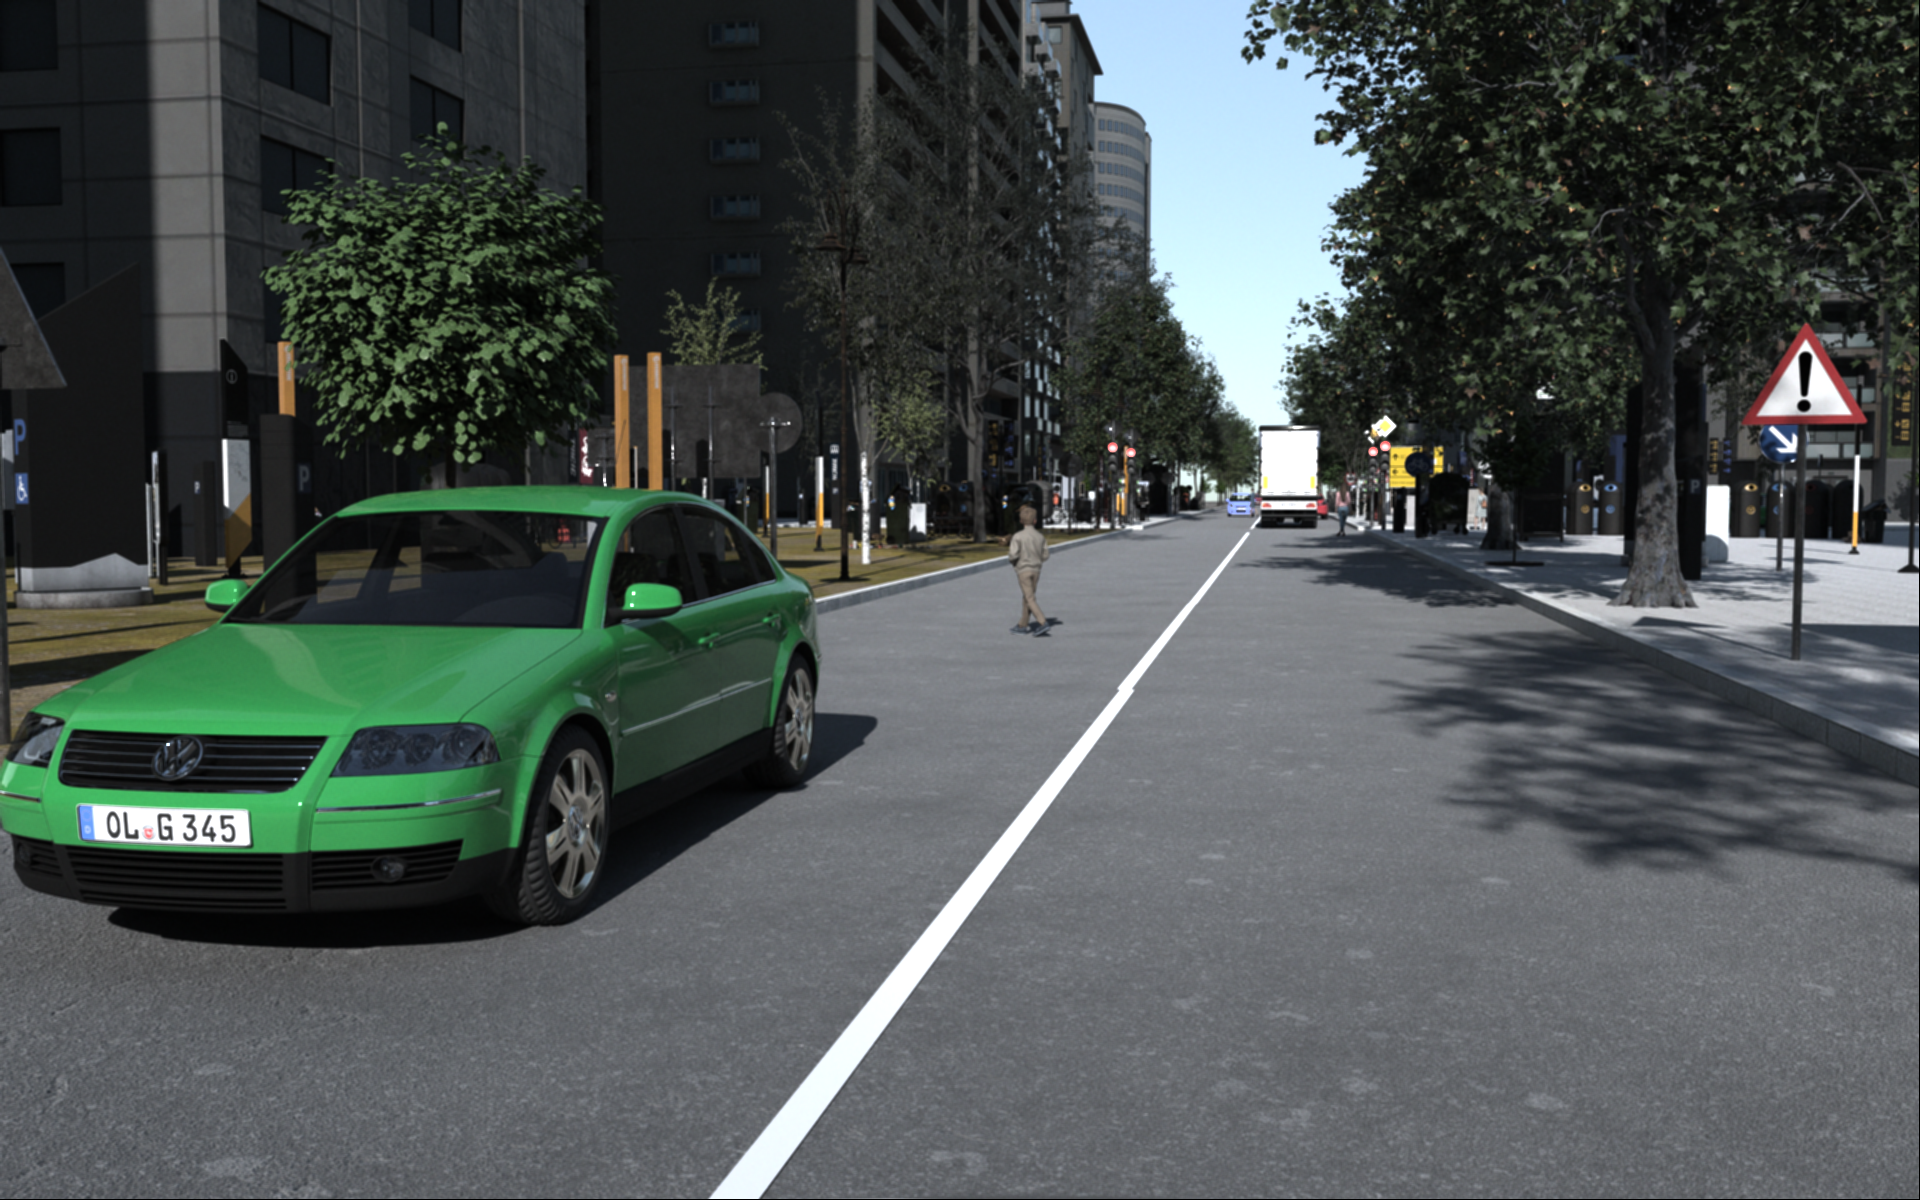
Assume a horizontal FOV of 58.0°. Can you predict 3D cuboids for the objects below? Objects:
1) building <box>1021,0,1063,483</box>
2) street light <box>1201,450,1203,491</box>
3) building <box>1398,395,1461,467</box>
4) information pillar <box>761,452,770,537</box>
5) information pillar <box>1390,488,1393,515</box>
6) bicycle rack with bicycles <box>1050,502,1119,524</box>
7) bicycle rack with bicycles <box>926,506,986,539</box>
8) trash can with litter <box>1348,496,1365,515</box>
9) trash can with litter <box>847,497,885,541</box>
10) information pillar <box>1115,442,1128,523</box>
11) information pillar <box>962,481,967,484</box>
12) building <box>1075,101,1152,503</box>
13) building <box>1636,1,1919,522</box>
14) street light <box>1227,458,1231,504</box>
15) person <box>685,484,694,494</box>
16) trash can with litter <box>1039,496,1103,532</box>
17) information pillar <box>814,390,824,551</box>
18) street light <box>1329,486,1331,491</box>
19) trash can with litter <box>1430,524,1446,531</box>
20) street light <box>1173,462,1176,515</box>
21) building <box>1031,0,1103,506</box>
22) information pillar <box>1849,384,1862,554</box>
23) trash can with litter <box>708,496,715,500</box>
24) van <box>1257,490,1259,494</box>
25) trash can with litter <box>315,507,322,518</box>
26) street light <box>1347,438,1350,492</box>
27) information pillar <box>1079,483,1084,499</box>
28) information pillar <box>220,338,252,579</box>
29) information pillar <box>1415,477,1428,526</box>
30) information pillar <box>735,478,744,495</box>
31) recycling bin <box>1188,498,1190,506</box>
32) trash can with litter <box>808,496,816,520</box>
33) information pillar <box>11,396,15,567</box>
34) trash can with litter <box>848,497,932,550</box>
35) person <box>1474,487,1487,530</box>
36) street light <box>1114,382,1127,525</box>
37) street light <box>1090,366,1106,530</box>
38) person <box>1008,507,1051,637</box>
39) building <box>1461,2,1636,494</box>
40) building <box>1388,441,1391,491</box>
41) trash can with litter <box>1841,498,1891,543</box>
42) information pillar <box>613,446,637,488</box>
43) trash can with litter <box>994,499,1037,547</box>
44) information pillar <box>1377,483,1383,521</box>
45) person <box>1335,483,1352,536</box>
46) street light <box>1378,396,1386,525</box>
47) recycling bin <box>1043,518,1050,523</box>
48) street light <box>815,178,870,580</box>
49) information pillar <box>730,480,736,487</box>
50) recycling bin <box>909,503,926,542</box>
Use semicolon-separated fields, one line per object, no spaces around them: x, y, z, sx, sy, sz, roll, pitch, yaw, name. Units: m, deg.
-2.518;-33.305;164.153;23.786;49.044;30.456;1;4;10;building
20.684;-10.701;147.747;0.468;5.910;1.993;1;4;10;street light
80.467;-41.002;259.627;28.713;52.752;27.495;1;4;10;building
-5.753;-3.666;51.295;0.183;3.616;0.504;-1;4;-18;information pillar
25.938;-6.070;103.740;0.304;2.012;0.304;0;4;-1;information pillar
5.297;-3.789;75.327;2.925;0.926;2.852;1;4;18;bicycle rack with bicycles
-0.573;-2.221;49.699;2.925;0.926;2.852;-1;4;-15;bicycle rack with bicycles
23.866;-5.688;104.384;1.055;1.170;0.624;-1;4;-8;trash can with litter
-2.597;-2.227;47.798;0.624;1.170;1.055;3;5;40;trash can with litter
7.264;-5.254;77.262;0.504;3.616;0.183;1;4;19;information pillar
0.266;-5.862;100.330;0.304;2.012;0.304;0;4;1;information pillar
16.870;-43.856;259.042;21.231;58.520;28.212;1;4;10;building
41.524;-24.520;84.491;14.086;41.232;14.154;1;4;10;building
35.583;-15.646;228.592;0.468;5.910;1.993;1;4;10;street light
-11.083;-3.815;70.851;0.573;1.828;0.580;-2;4;-35;person
3.822;-2.925;58.880;2.233;1.210;1.678;0;4;4;trash can with litter
-3.148;-2.898;38.736;0.183;3.616;0.504;-1;4;-15;information pillar
30.998;-10.556;145.386;0.468;5.910;1.993;1;4;10;street light
16.985;-3.022;60.803;1.055;1.170;0.624;-2;4;-32;trash can with litter
13.429;-8.283;108.222;0.468;5.910;1.993;1;4;10;street light
0.362;-36.922;192.916;28.713;52.752;27.495;1;4;10;building
19.161;-2.793;37.016;0.183;3.616;0.504;2;4;24;information pillar
-11.857;-4.268;80.841;1.678;1.210;2.233;1;4;20;trash can with litter
48.458;-16.690;277.270;2.240;2.365;5.245;1;4;10;van
-13.839;-1.504;35.977;0.624;1.170;1.055;1;4;23;trash can with litter
23.945;-8.206;106.952;0.468;5.910;1.993;1;4;10;street light
7.890;-6.602;112.430;0.304;2.012;0.304;-1;4;-15;information pillar
-11.025;-2.141;26.364;0.183;3.616;0.504;1;4;20;information pillar
15.155;-3.204;56.872;0.304;2.012;0.304;-2;4;-34;information pillar
-9.644;-5.200;76.366;0.504;3.616;0.183;0;4;3;information pillar
18.561;-7.983;143.081;0.722;1.027;0.722;-1;4;-23;recycling bin
-7.343;-4.463;84.353;0.624;1.170;1.055;3;5;41;trash can with litter
-16.589;-2.391;30.439;0.183;3.616;0.504;-2;4;-28;information pillar
-1.734;-1.823;40.869;2.233;1.210;1.678;-1;4;-9;trash can with litter
19.798;-3.442;65.777;0.512;1.701;0.522;-2;4;-25;person
6.637;-6.038;71.509;0.468;5.910;1.993;1;4;10;street light
4.996;-5.490;62.543;0.468;5.910;1.993;1;4;10;street light
0.684;-0.289;17.502;0.475;1.303;0.640;-3;5;-44;person
59.869;-51.779;159.259;22.319;86.520;31.000;1;4;10;building
82.287;-40.406;284.333;21.300;48.544;21.600;1;4;10;building
23.629;-2.066;45.173;1.055;1.170;0.624;0;4;0;trash can with litter
-5.184;-1.367;26.844;0.304;2.012;0.304;-2;4;-29;information pillar
1.342;-1.883;42.180;1.055;1.170;0.624;2;4;26;trash can with litter
19.786;-5.499;81.264;0.183;3.616;0.504;0;4;-7;information pillar
12.964;-3.059;58.529;0.555;1.821;0.388;0;4;-2;person
17.299;-6.015;71.133;0.468;5.910;1.993;1;4;10;street light
3.630;-3.993;77.847;0.722;1.027;0.722;-3;5;-44;recycling bin
-1.728;-3.240;25.768;0.468;5.910;1.993;1;4;10;street light
-11.706;-5.222;89.867;0.304;2.012;0.304;-3;5;-39;information pillar
-1.291;-2.094;46.784;0.722;1.027;0.722;0;4;-5;recycling bin
